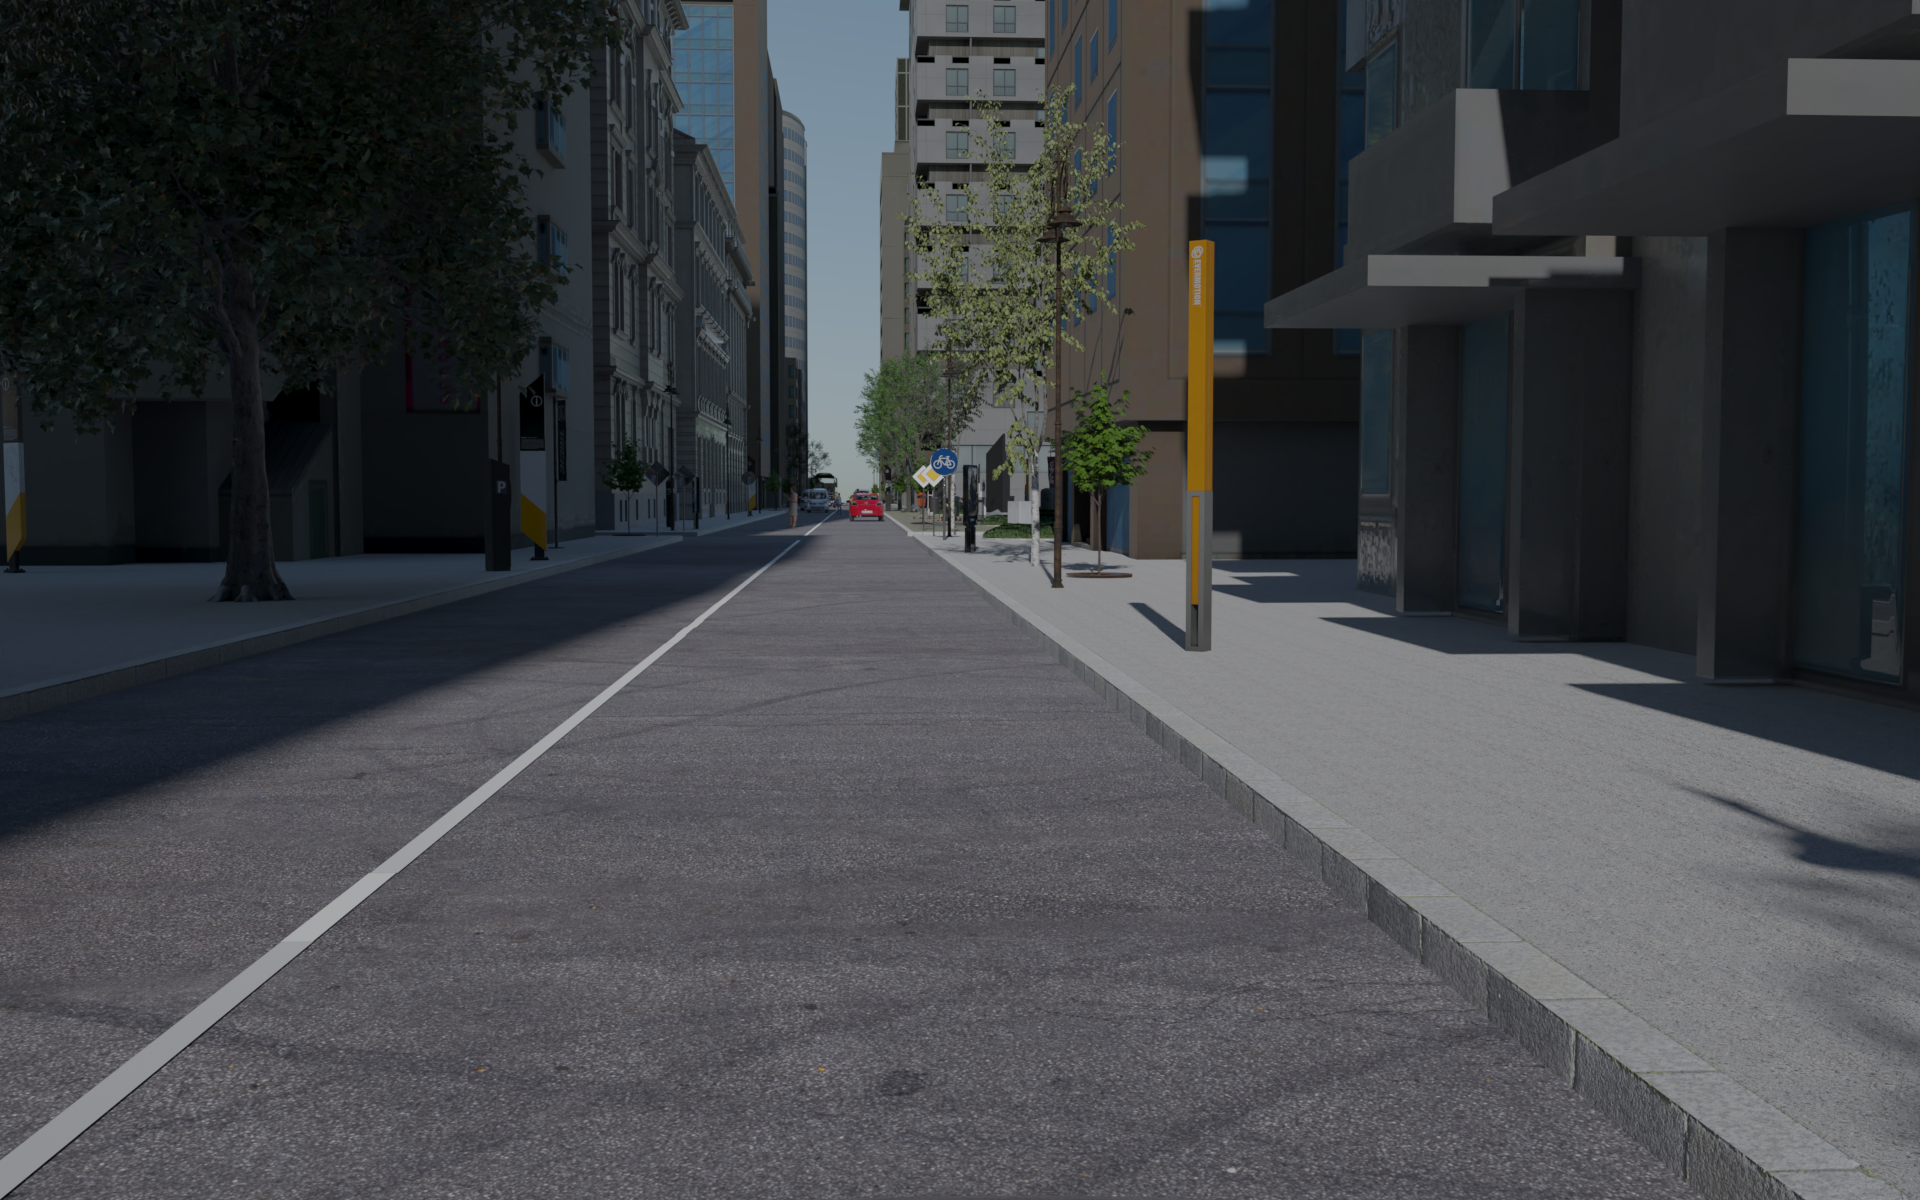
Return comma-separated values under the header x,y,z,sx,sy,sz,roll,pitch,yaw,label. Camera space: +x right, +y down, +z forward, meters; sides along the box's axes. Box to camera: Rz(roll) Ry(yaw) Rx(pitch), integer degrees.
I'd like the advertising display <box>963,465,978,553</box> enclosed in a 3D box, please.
x,y,z,sx,sy,sz,roll,pitch,yaw,label
0.227,-2.023,38.296,0.123,1.923,0.974,1,4,13,advertising display

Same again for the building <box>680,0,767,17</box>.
x,y,z,sx,sy,sz,roll,pitch,yaw,label
-22.856,-30.015,140.855,14.600,45.320,14.200,0,4,-3,building

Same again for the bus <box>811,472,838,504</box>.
x,y,z,sx,sy,sz,roll,pitch,yaw,label
-15.655,-12.831,201.332,2.896,3.916,12.252,0,4,-2,bus

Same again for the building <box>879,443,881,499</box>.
x,y,z,sx,sy,sz,roll,pitch,yaw,label
1.838,-25.433,260.865,27.650,21.520,28.899,0,4,-3,building

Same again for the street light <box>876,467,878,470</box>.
x,y,z,sx,sy,sz,roll,pitch,yaw,label
-9.853,-14.596,211.424,0.468,5.910,1.993,0,4,-3,street light

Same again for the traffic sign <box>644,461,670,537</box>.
x,y,z,sx,sy,sz,roll,pitch,yaw,label
-9.077,-2.952,51.909,0.795,2.450,0.064,0,4,-3,traffic sign

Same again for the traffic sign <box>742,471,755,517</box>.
x,y,z,sx,sy,sz,roll,pitch,yaw,label
-11.869,-5.938,97.190,0.768,2.556,0.104,0,4,0,traffic sign

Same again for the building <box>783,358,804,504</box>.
x,y,z,sx,sy,sz,roll,pitch,yaw,label
-35.411,-23.726,232.961,27.650,21.520,28.899,0,4,-3,building

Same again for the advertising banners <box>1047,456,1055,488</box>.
x,y,z,sx,sy,sz,roll,pitch,yaw,label
4.769,-5.112,79.767,0.090,3.025,2.074,-3,5,-44,advertising banners

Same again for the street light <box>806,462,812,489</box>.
x,y,z,sx,sy,sz,roll,pitch,yaw,label
-19.397,-15.093,219.561,0.468,5.910,1.993,0,4,-3,street light

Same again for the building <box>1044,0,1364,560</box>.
x,y,z,sx,sy,sz,roll,pitch,yaw,label
9.597,-23.814,39.472,14.600,45.320,14.200,0,4,-3,building

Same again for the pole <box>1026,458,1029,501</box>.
x,y,z,sx,sy,sz,roll,pitch,yaw,label
3.863,-6.435,99.057,0.158,3.312,0.155,0,3,0,pole

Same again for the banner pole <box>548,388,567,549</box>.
x,y,z,sx,sy,sz,roll,pitch,yaw,label
-9.403,-3.097,40.660,0.401,3.779,0.863,-3,4,-37,banner pole

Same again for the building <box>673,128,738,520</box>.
x,y,z,sx,sy,sz,roll,pitch,yaw,label
-18.558,-15.771,94.005,11.583,22.565,21.152,0,4,-3,building

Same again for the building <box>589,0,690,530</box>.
x,y,z,sx,sy,sz,roll,pitch,yaw,label
-19.044,-17.345,70.978,14.401,28.519,23.554,0,4,-3,building

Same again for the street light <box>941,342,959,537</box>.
x,y,z,sx,sy,sz,roll,pitch,yaw,label
-0.318,-4.823,51.640,0.468,5.910,1.993,0,4,-3,street light

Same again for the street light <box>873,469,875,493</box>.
x,y,z,sx,sy,sz,roll,pitch,yaw,label
-11.535,-16.401,240.938,0.468,5.910,1.993,0,4,-3,street light

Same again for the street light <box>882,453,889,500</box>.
x,y,z,sx,sy,sz,roll,pitch,yaw,label
-6.645,-11.316,157.806,0.468,5.910,1.993,0,4,-3,street light

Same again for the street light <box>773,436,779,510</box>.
x,y,z,sx,sy,sz,roll,pitch,yaw,label
-14.593,-10.060,137.269,0.468,5.910,1.993,0,4,-3,street light

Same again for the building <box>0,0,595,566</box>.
x,y,z,sx,sy,sz,roll,pitch,yaw,label
-20.850,-25.432,39.522,21.600,48.544,21.300,0,4,-3,building

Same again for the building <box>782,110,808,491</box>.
x,y,z,sx,sy,sz,roll,pitch,yaw,label
-33.852,-43.944,260.476,21.231,58.520,28.212,0,4,-3,building

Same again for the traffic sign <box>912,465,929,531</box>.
x,y,z,sx,sy,sz,roll,pitch,yaw,label
-1.270,-3.468,60.350,0.795,2.450,0.064,0,4,-3,traffic sign

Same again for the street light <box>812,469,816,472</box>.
x,y,z,sx,sy,sz,roll,pitch,yaw,label
-21.080,-16.726,246.250,0.468,5.910,1.993,0,4,-3,street light

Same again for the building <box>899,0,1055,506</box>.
x,y,z,sx,sy,sz,roll,pitch,yaw,label
9.032,-35.047,162.250,28.713,52.752,27.495,0,4,-3,building

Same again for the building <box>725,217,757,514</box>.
x,y,z,sx,sy,sz,roll,pitch,yaw,label
-21.005,-16.800,116.482,13.314,21.916,24.055,0,4,-3,building

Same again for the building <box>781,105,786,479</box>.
x,y,z,sx,sy,sz,roll,pitch,yaw,label
-25.895,-32.604,183.178,14.600,45.320,14.200,0,4,-3,building

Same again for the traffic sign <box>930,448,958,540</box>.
x,y,z,sx,sy,sz,roll,pitch,yaw,label
-0.438,-2.933,48.056,0.768,2.556,0.104,0,3,0,traffic sign

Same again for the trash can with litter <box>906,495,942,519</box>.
x,y,z,sx,sy,sz,roll,pitch,yaw,label
-1.717,-4.792,89.406,2.233,1.210,1.678,-1,4,-9,trash can with litter

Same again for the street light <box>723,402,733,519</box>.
x,y,z,sx,sy,sz,roll,pitch,yaw,label
-11.691,-7.003,87.289,0.468,5.910,1.993,0,4,-3,street light

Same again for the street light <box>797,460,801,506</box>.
x,y,z,sx,sy,sz,roll,pitch,yaw,label
-17.711,-13.328,190.695,0.468,5.910,1.993,0,4,-3,street light

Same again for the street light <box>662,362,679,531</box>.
x,y,z,sx,sy,sz,roll,pitch,yaw,label
-10.087,-5.370,60.595,0.468,5.910,1.993,0,4,-3,street light

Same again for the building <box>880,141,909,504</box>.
x,y,z,sx,sy,sz,roll,pitch,yaw,label
-0.009,-37.337,234.163,21.300,48.544,21.600,0,4,-3,building

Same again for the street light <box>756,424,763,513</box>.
x,y,z,sx,sy,sz,roll,pitch,yaw,label
-13.229,-8.656,114.315,0.468,5.910,1.993,0,4,-3,street light

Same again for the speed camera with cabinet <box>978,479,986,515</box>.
x,y,z,sx,sy,sz,roll,pitch,yaw,label
1.436,-6.683,103.596,0.660,3.252,2.038,-1,4,-19,speed camera with cabinet

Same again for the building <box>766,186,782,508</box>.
x,y,z,sx,sy,sz,roll,pitch,yaw,label
-23.451,-23.469,155.426,14.160,30.474,14.107,0,4,-3,building

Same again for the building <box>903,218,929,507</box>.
x,y,z,sx,sy,sz,roll,pitch,yaw,label
1.006,-25.171,183.253,14.160,30.474,14.107,0,4,-3,building

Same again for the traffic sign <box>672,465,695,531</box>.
x,y,z,sx,sy,sz,roll,pitch,yaw,label
-9.551,-3.440,59.880,0.795,2.450,0.064,0,4,-3,traffic sign

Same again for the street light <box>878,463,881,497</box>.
x,y,z,sx,sy,sz,roll,pitch,yaw,label
-8.230,-12.963,184.731,0.468,5.910,1.993,0,4,-3,street light

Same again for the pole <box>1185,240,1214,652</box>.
x,y,z,sx,sy,sz,roll,pitch,yaw,label
1.950,-1.237,14.063,0.158,3.312,0.155,0,3,0,pole

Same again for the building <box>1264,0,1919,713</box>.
x,y,z,sx,sy,sz,roll,pitch,yaw,label
15.554,-23.840,9.386,23.786,49.044,30.456,0,4,-3,building

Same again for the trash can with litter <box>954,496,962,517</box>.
x,y,z,sx,sy,sz,roll,pitch,yaw,label
-0.308,-5.329,98.521,0.624,1.170,1.055,1,4,22,trash can with litter

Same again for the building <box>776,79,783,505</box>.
x,y,z,sx,sy,sz,roll,pitch,yaw,label
-25.346,-31.737,169.012,14.600,45.320,14.200,0,4,-3,building

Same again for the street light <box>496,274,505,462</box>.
x,y,z,sx,sy,sz,roll,pitch,yaw,label
-8.203,-3.549,30.815,0.468,5.910,1.993,0,4,-3,street light

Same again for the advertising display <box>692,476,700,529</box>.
x,y,z,sx,sy,sz,roll,pitch,yaw,label
-9.695,-3.571,63.595,0.123,1.923,0.974,-1,4,-17,advertising display

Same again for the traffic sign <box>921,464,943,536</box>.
x,y,z,sx,sy,sz,roll,pitch,yaw,label
-0.796,-2.981,52.379,0.795,2.450,0.064,0,4,-3,traffic sign

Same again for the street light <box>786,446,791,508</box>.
x,y,z,sx,sy,sz,roll,pitch,yaw,label
-16.188,-11.693,163.963,0.468,5.910,1.993,0,4,-3,street light

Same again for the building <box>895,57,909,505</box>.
x,y,z,sx,sy,sz,roll,pitch,yaw,label
-2.384,-51.719,283.851,20.563,71.187,20.611,0,4,-3,building

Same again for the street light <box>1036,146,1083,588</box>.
x,y,z,sx,sy,sz,roll,pitch,yaw,label
1.336,-3.103,23.524,0.468,5.910,1.993,0,4,-3,street light
